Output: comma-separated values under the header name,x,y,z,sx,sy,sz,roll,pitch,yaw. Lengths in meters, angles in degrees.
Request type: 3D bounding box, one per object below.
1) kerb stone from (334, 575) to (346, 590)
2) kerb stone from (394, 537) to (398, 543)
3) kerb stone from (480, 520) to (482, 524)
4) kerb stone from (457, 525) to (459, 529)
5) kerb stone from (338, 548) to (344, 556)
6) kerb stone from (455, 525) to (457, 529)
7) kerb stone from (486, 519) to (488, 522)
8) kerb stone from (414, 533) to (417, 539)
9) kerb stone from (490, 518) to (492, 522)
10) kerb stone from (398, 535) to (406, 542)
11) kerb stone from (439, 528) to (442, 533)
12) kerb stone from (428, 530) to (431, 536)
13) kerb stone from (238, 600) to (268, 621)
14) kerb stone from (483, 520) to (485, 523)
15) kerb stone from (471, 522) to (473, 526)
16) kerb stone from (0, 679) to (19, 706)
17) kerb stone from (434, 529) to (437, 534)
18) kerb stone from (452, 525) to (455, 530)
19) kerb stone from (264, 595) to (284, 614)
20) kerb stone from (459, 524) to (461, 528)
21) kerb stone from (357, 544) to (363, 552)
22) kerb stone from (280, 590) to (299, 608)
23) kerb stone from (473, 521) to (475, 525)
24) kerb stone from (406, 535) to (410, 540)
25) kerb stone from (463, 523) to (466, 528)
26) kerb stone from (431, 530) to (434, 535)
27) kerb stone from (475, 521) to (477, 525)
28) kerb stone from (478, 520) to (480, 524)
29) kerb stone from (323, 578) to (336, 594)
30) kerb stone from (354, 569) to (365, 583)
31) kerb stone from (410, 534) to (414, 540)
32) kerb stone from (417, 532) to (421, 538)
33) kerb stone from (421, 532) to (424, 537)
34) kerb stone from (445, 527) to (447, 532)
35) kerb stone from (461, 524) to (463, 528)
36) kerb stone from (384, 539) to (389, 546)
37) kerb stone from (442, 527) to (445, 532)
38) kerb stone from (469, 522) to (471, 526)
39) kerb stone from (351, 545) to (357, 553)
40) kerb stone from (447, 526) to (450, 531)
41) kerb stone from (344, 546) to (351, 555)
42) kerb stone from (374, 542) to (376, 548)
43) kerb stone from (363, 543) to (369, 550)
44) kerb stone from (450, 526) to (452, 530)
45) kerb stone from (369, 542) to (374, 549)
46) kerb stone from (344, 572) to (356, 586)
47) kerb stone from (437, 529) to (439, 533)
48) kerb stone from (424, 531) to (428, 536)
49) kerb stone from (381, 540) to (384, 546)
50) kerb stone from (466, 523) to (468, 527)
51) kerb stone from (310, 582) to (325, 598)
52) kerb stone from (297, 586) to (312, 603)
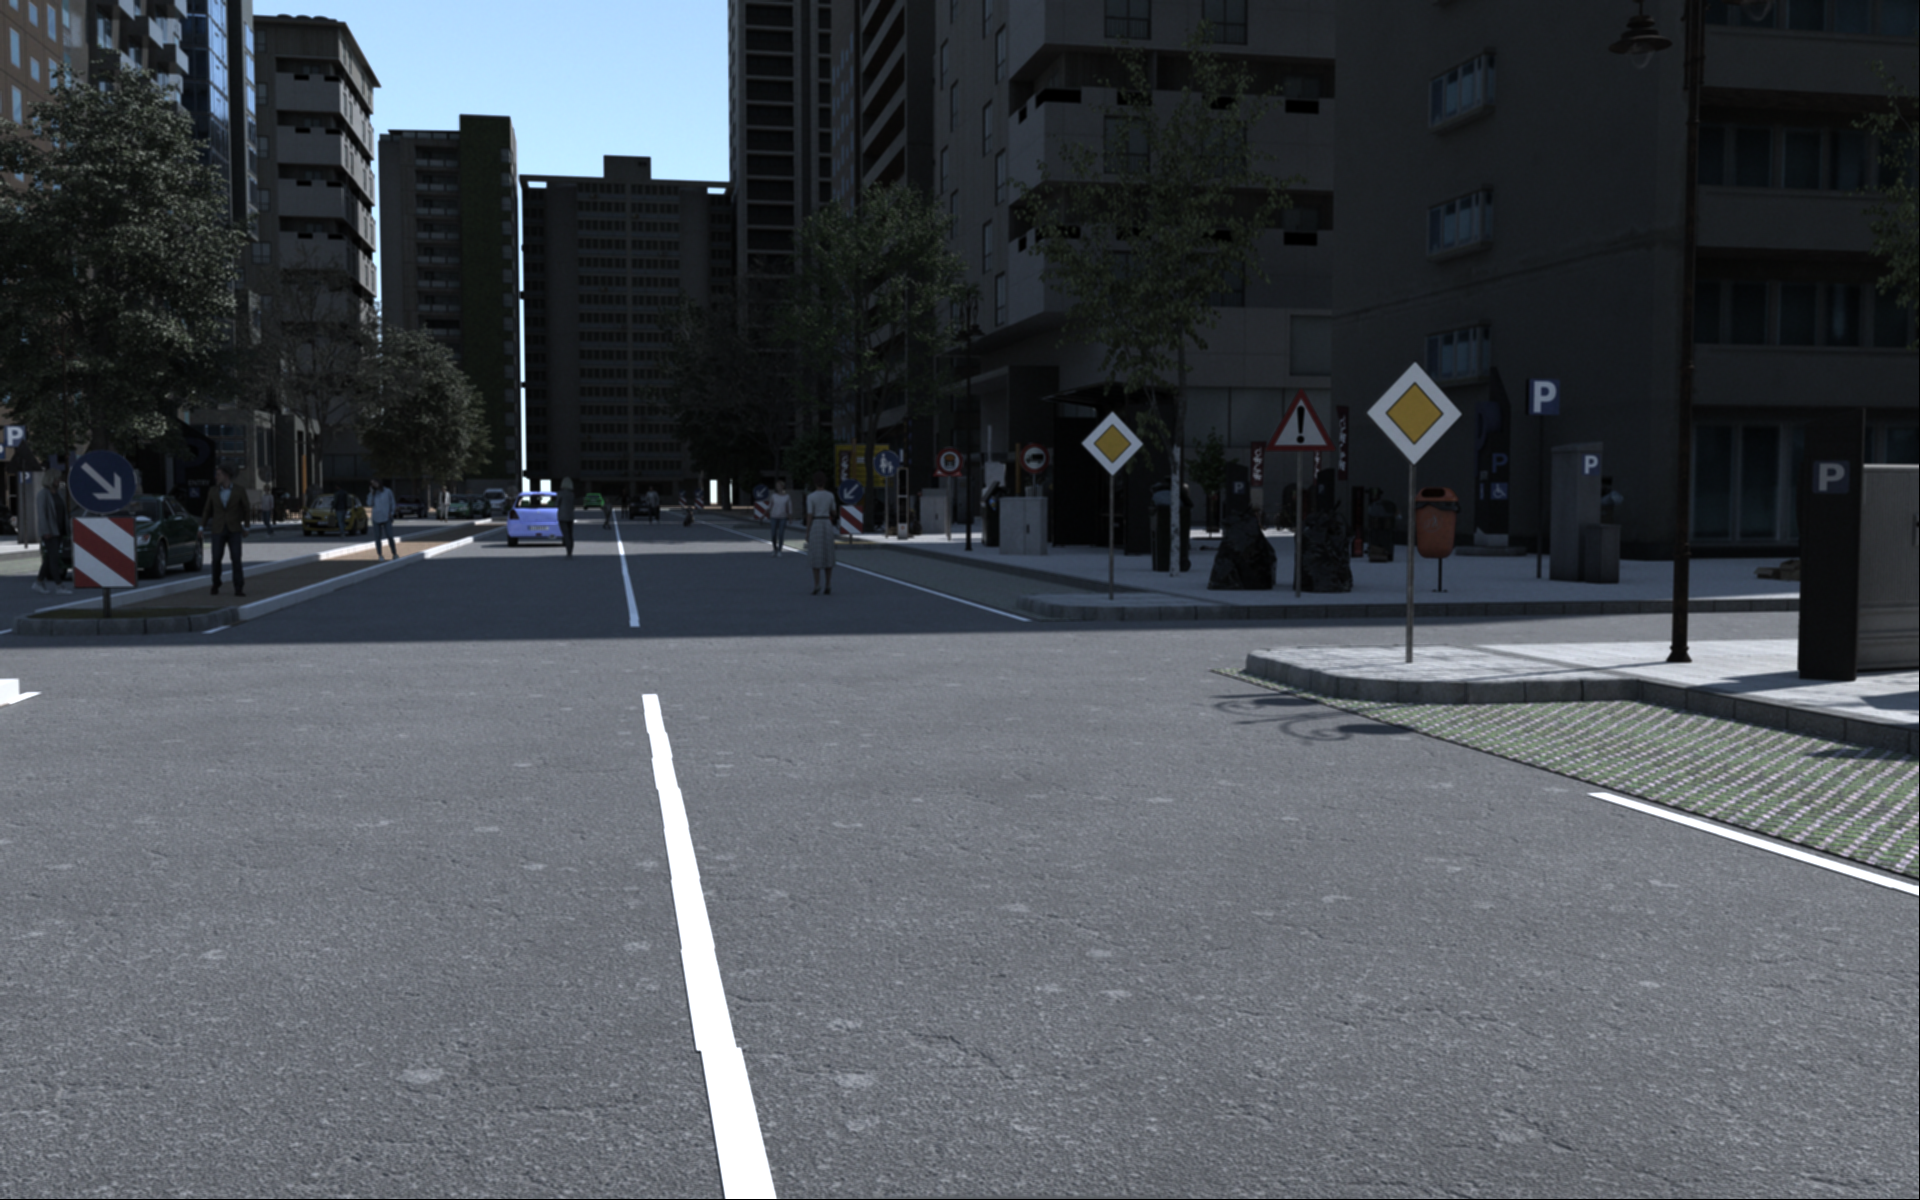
name,x,y,z,sx,sy,sz,roll,pitch,yaw
kerb stone,-9.429,-0.237,26.075,0.120,0.150,1.000,-1,4,-11
kerb stone,-16.365,-1.688,49.796,0.120,0.150,1.000,-1,4,-11
kerb stone,-22.858,-3.651,81.957,0.120,0.150,1.000,-1,4,-11
kerb stone,-20.421,-2.916,69.896,0.120,0.150,1.000,-1,4,-11
kerb stone,-14.329,-1.073,39.743,0.120,0.150,1.000,-1,4,-11
kerb stone,-20.222,-2.856,68.893,0.120,0.150,1.000,-1,4,-11
kerb stone,-23.675,-3.901,85.980,0.120,0.150,1.000,-1,4,-11
kerb stone,-17.374,-1.996,54.833,0.120,0.150,1.000,-1,4,-11
kerb stone,-24.284,-4.085,88.993,0.120,0.150,1.000,-1,4,-11
kerb stone,-16.769,-1.812,51.820,0.120,0.150,1.000,-1,4,-11
kerb stone,-18.995,-2.488,62.868,0.120,0.150,1.000,-1,4,-11
kerb stone,-18.191,-2.242,58.846,0.120,0.150,1.000,-1,4,-11
kerb stone,-8.206,0.131,20.053,0.120,0.150,1.000,-1,4,-11
kerb stone,-23.264,-3.777,83.970,0.120,0.150,1.000,-1,4,-11
kerb stone,-21.846,-3.345,76.934,0.120,0.150,1.000,-1,4,-11
kerb stone,-6.490,0.653,11.519,0.120,0.150,1.000,-1,4,-11
kerb stone,-18.594,-2.365,60.856,0.120,0.150,1.000,-1,4,-11
kerb stone,-20.015,-2.795,67.892,0.120,0.150,1.000,-1,4,-11
kerb stone,-8.410,0.071,21.055,0.120,0.150,1.000,-1,4,-11
kerb stone,-20.621,-2.979,70.904,0.120,0.150,1.000,-1,4,-11
kerb stone,-14.935,-1.259,42.773,0.120,0.150,1.000,-1,4,-11
kerb stone,-8.610,0.008,22.064,0.120,0.150,1.000,-1,4,-11
kerb stone,-22.055,-3.401,77.940,0.120,0.150,1.000,-1,4,-11
kerb stone,-16.978,-1.871,52.821,0.120,0.150,1.000,-1,4,-11
kerb stone,-21.028,-3.100,72.911,0.120,0.150,1.000,-1,4,-11
kerb stone,-18.390,-2.302,59.851,0.120,0.150,1.000,-1,4,-11
kerb stone,-22.250,-3.471,78.943,0.120,0.150,1.000,-1,4,-11
kerb stone,-22.652,-3.594,80.955,0.120,0.150,1.000,-1,4,-11
kerb stone,-9.212,-0.176,25.076,0.120,0.150,1.000,-1,4,-11
kerb stone,-9.823,-0.361,28.090,0.120,0.150,1.000,-1,4,-11
kerb stone,-17.173,-1.935,53.829,0.120,0.150,1.000,-1,4,-11
kerb stone,-17.578,-2.054,55.836,0.120,0.150,1.000,-1,4,-11
kerb stone,-17.784,-2.117,56.837,0.120,0.150,1.000,-1,4,-11
kerb stone,-19.411,-2.611,64.885,0.120,0.150,1.000,-1,4,-11
kerb stone,-20.827,-3.040,71.906,0.120,0.150,1.000,-1,4,-11
kerb stone,-15.949,-1.566,47.794,0.120,0.150,1.000,-1,4,-11
kerb stone,-19.208,-2.550,63.883,0.120,0.150,1.000,-1,4,-11
kerb stone,-21.636,-3.286,75.933,0.120,0.150,1.000,-1,4,-11
kerb stone,-14.735,-1.193,41.767,0.120,0.150,1.000,-1,4,-11
kerb stone,-19.610,-2.672,65.888,0.120,0.150,1.000,-1,4,-11
kerb stone,-14.532,-1.133,40.751,0.120,0.150,1.000,-1,4,-11
kerb stone,-15.545,-1.442,45.779,0.120,0.150,1.000,-1,4,-11
kerb stone,-15.143,-1.320,43.774,0.120,0.150,1.000,-1,4,-11
kerb stone,-19.810,-2.734,66.890,0.120,0.150,1.000,-1,4,-11
kerb stone,-15.344,-1.374,44.777,0.120,0.150,1.000,-1,4,-11
kerb stone,-9.628,-0.299,27.086,0.120,0.150,1.000,-1,4,-11
kerb stone,-18.798,-2.426,61.865,0.120,0.150,1.000,-1,4,-11
kerb stone,-17.980,-2.180,57.841,0.120,0.150,1.000,-1,4,-11
kerb stone,-15.760,-1.503,46.789,0.120,0.150,1.000,-1,4,-11
kerb stone,-21.232,-3.159,73.926,0.120,0.150,1.000,-1,4,-11
kerb stone,-9.012,-0.115,24.072,0.120,0.150,1.000,-1,4,-11
kerb stone,-8.810,-0.050,23.070,0.120,0.150,1.000,-1,4,-11
